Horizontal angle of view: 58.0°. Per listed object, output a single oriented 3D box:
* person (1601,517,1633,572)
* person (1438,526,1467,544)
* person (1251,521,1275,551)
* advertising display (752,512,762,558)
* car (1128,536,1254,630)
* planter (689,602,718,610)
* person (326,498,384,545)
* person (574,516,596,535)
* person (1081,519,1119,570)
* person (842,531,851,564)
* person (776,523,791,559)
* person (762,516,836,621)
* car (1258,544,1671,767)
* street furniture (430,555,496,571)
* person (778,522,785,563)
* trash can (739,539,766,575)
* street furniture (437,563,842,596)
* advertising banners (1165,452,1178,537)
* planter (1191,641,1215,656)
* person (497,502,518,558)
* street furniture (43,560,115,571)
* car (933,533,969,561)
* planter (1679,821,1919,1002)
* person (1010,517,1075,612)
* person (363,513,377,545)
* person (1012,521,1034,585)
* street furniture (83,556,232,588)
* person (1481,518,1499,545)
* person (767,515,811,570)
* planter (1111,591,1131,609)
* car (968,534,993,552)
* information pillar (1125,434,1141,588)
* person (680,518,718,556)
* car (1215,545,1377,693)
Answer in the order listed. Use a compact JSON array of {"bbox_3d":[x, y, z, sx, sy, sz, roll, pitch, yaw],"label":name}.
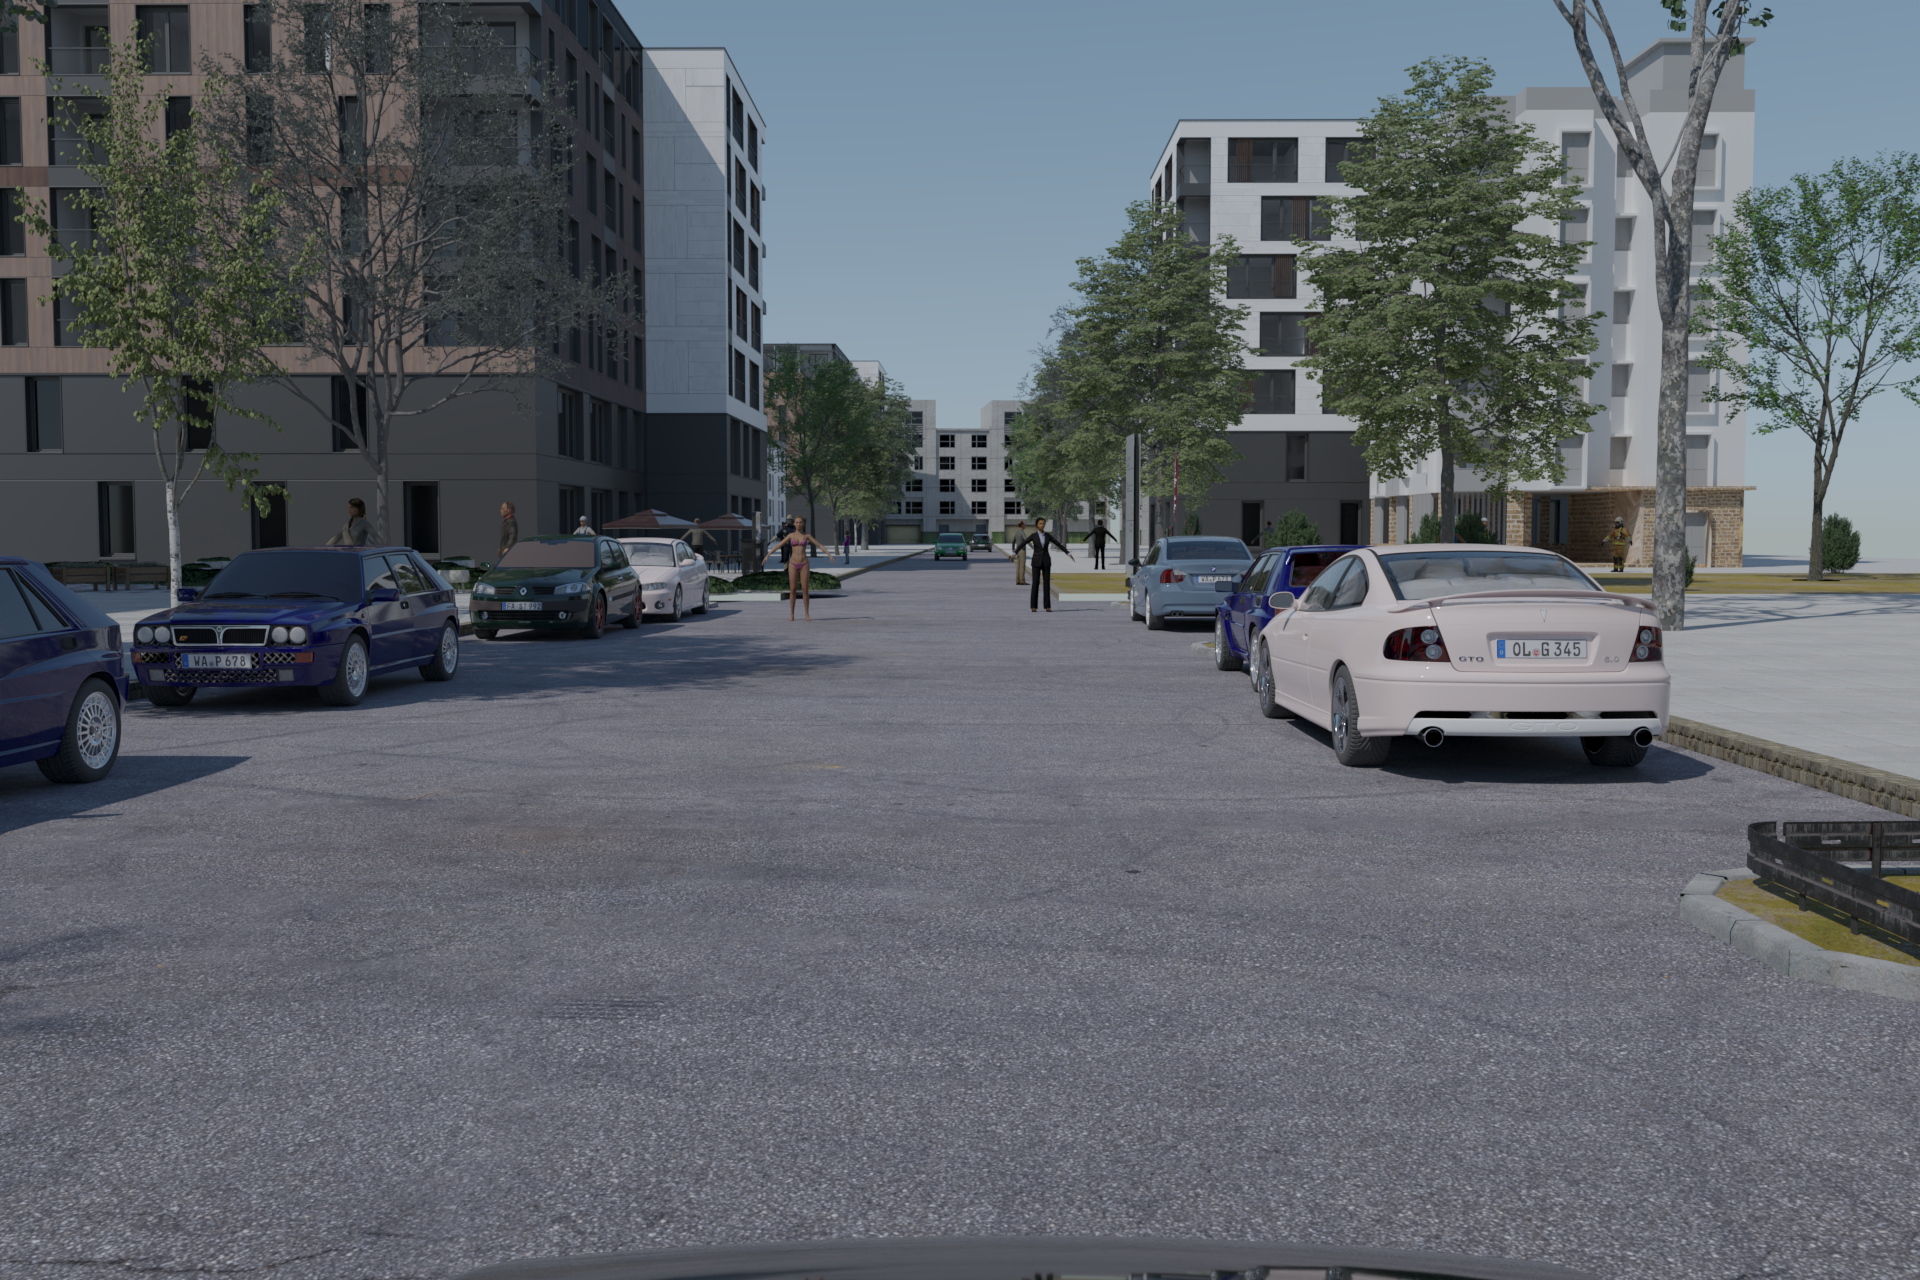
[{"bbox_3d":[22.023,-3.191,57.948,0.705,1.858,1.354,-2,4,-24],"label":"person"},{"bbox_3d":[12.157,-2.248,42.888,0.704,1.817,1.347,-1,4,-15],"label":"person"},{"bbox_3d":[11.890,-3.697,66.715,1.348,1.796,0.705,-1,4,-12],"label":"person"},{"bbox_3d":[-5.873,-2.745,50.088,0.123,1.923,0.974,0,4,3],"label":"advertising display"},{"bbox_3d":[3.672,-0.921,27.063,2.014,1.417,4.499,0,4,1],"label":"car"},{"bbox_3d":[-5.768,-0.767,33.679,1.991,0.319,1.994,0,4,1],"label":"planter"},{"bbox_3d":[-7.731,-0.933,22.012,1.215,1.744,0.721,2,4,27],"label":"person"},{"bbox_3d":[-11.884,-2.985,54.668,1.347,1.847,0.705,1,4,21],"label":"person"},{"bbox_3d":[5.027,-3.427,62.213,1.347,1.806,0.705,0,4,1],"label":"person"},{"bbox_3d":[-4.862,-3.937,73.635,0.599,1.433,0.991,1,4,14],"label":"person"},{"bbox_3d":[-7.435,-4.242,75.501,1.345,1.843,0.704,1,4,18],"label":"person"},{"bbox_3d":[-2.651,-1.180,28.555,1.217,1.733,0.721,0,4,-3],"label":"person"},{"bbox_3d":[3.283,0.019,12.054,2.083,1.381,4.827,0,4,0],"label":"car"},{"bbox_3d":[-13.041,-1.967,47.792,5.734,0.657,10.072,0,4,3],"label":"street furniture"},{"bbox_3d":[-7.851,-4.354,77.129,1.347,1.837,0.705,3,4,37],"label":"person"},{"bbox_3d":[-5.755,-2.232,48.149,0.748,1.137,0.748,0,3,0],"label":"trash can"},{"bbox_3d":[-7.880,-1.416,38.775,10.072,0.657,5.734,1,4,9],"label":"street furniture"},{"bbox_3d":[4.655,-2.567,38.163,0.090,3.025,2.074,0,4,1],"label":"advertising banners"},{"bbox_3d":[3.831,0.010,20.969,1.991,0.319,1.994,0,4,1],"label":"planter"},{"bbox_3d":[-7.432,-1.362,28.444,0.705,1.807,1.348,-1,4,-19],"label":"person"},{"bbox_3d":[-28.226,-2.044,49.042,5.734,0.657,10.072,3,4,37],"label":"street furniture"},{"bbox_3d":[-0.491,-5.213,94.021,1.959,1.807,4.718,0,4,0],"label":"car"},{"bbox_3d":[3.678,0.922,6.073,1.991,0.319,1.994,0,4,0],"label":"planter"},{"bbox_3d":[1.502,-1.379,31.728,1.216,1.740,0.721,-1,4,-9],"label":"person"},{"bbox_3d":[-14.298,-2.159,41.482,0.705,1.806,1.347,0,4,6],"label":"person"},{"bbox_3d":[1.746,-2.437,48.573,0.705,1.796,1.348,-2,4,-26],"label":"person"},{"bbox_3d":[-19.228,-1.858,45.997,5.734,0.657,10.072,0,4,0],"label":"street furniture"},{"bbox_3d":[17.674,-3.205,58.364,1.349,1.833,0.705,-3,4,-38],"label":"person"},{"bbox_3d":[-5.107,-2.825,51.972,1.354,1.856,0.705,0,4,6],"label":"person"},{"bbox_3d":[3.975,-0.782,33.932,1.991,0.319,1.994,0,4,0],"label":"planter"},{"bbox_3d":[1.633,-7.752,136.525,2.009,1.686,4.222,0,4,0],"label":"car"},{"bbox_3d":[4.125,-3.060,41.347,0.184,3.620,1.656,0,4,0],"label":"information pillar"},{"bbox_3d":[-8.939,-3.233,58.991,1.348,1.813,0.705,-1,4,-13],"label":"person"},{"bbox_3d":[3.538,-0.269,16.978,1.945,1.354,3.894,0,4,1],"label":"car"}]
